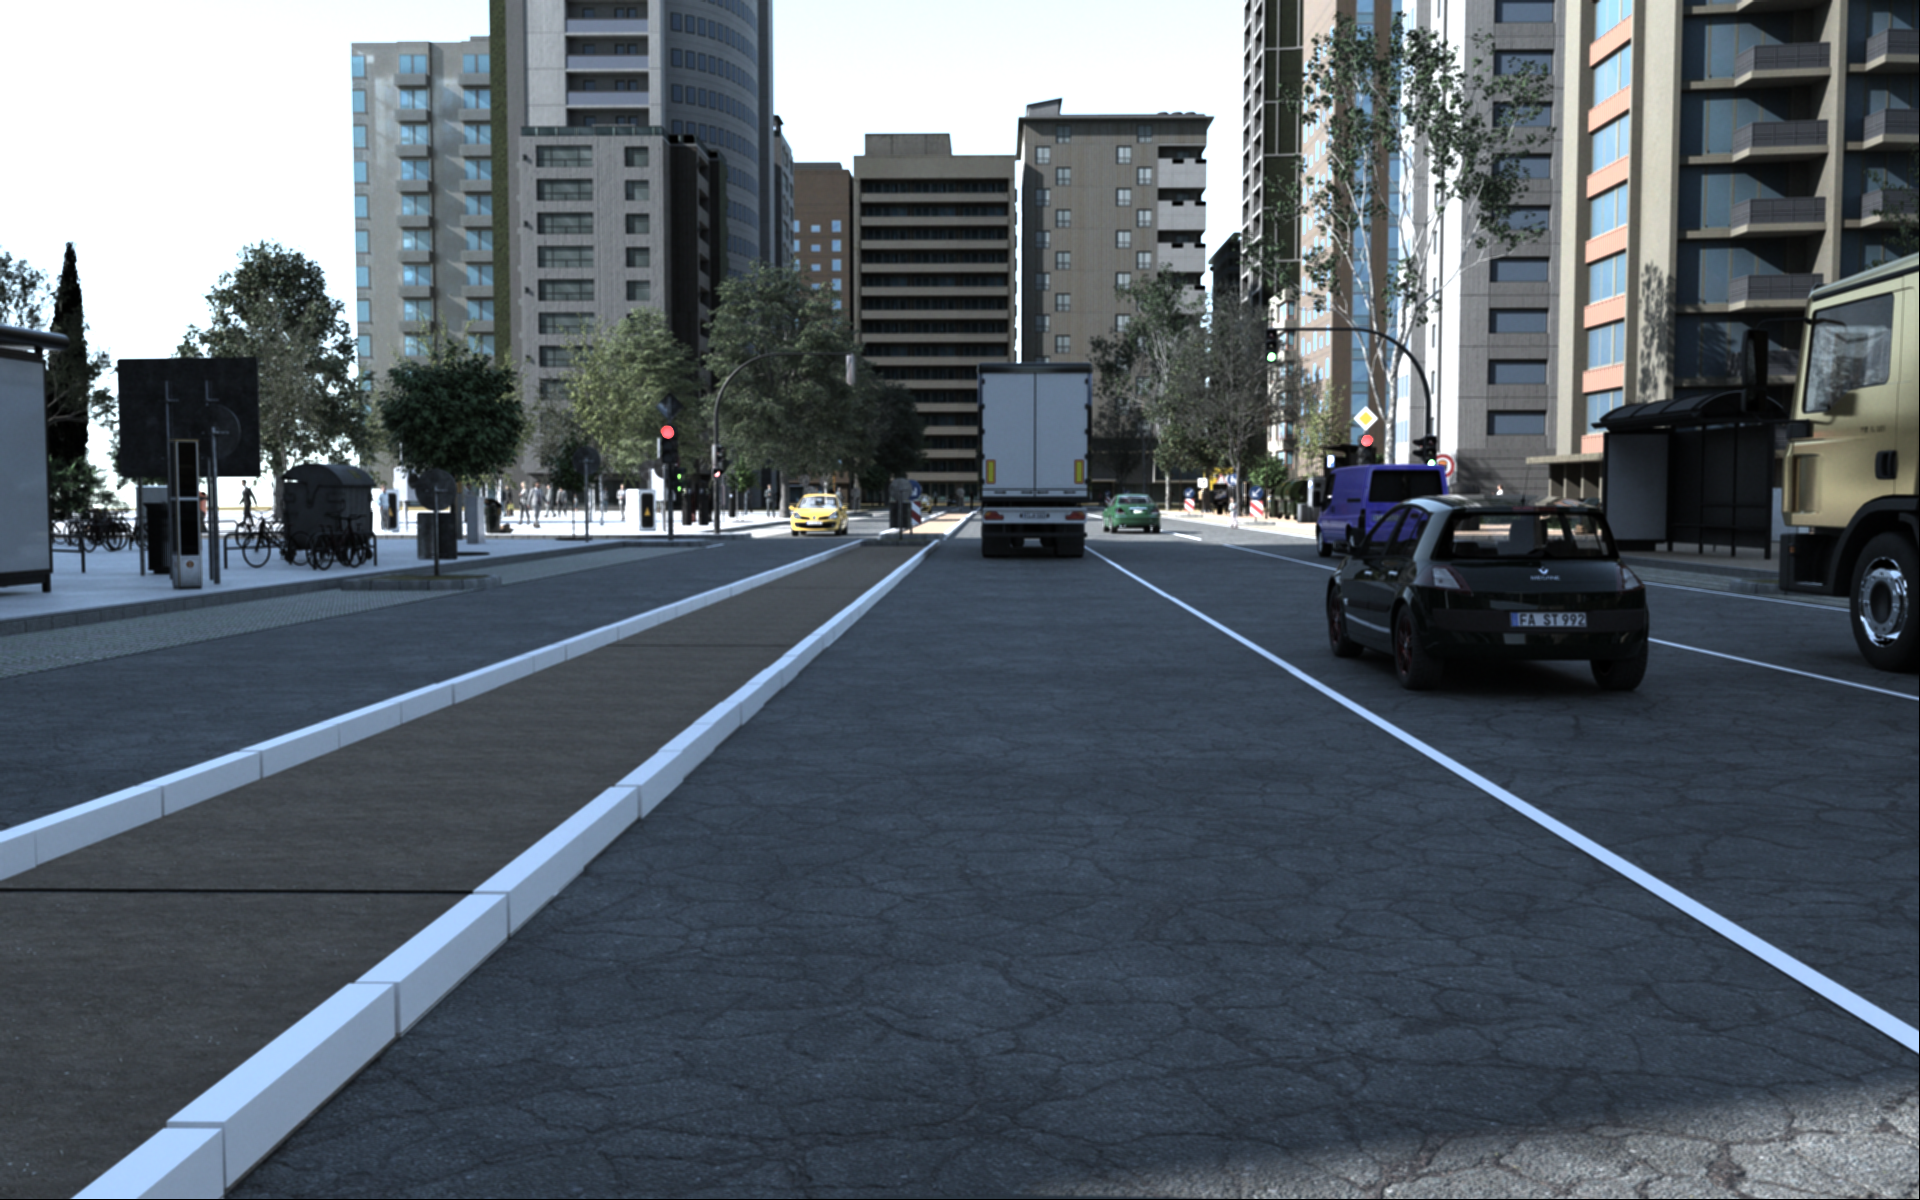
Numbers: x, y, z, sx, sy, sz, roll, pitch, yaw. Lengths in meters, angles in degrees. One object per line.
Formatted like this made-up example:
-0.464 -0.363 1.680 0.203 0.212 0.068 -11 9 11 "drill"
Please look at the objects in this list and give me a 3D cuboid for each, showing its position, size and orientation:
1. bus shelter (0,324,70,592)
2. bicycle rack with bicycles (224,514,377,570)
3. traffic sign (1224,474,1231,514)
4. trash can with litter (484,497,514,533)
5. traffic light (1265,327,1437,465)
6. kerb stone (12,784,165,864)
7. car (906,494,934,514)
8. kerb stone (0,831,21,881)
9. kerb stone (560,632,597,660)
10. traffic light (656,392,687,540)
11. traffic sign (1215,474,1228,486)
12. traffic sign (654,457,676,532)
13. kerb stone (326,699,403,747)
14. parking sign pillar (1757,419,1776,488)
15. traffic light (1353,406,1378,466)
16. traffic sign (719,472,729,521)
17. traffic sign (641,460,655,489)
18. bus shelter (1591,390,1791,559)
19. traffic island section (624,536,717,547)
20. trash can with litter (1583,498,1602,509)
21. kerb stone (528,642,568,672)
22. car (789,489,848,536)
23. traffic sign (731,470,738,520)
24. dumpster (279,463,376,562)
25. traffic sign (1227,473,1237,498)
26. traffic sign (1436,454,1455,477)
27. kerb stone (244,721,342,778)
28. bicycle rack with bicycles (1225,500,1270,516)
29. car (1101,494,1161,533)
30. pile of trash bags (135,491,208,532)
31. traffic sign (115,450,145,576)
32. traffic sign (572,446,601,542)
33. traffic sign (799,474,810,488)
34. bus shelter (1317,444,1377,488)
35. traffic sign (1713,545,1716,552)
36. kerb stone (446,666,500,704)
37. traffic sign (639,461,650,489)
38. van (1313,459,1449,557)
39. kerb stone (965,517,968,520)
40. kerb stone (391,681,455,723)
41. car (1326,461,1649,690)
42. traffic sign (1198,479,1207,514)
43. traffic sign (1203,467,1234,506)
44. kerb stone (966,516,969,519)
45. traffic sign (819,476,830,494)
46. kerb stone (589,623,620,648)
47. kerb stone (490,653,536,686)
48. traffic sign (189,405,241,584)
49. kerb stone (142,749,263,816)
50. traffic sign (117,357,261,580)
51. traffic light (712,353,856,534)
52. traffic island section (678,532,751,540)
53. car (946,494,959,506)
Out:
-12.803 -2.487 18.288 2.179 5.291 8.768 0 4 1 "bus shelter"
-11.391 -1.049 30.529 2.852 0.926 2.925 1 4 16 "bicycle rack with bicycles"
17.449 -6.841 111.964 0.768 2.556 0.104 0 4 5 "traffic sign"
-15.121 -2.762 56.539 0.624 1.170 1.055 2 4 28 "trash can with litter"
10.672 -4.444 47.335 4.771 5.953 1.251 0 4 1 "traffic light"
-3.587 0.925 7.131 0.120 0.150 1.000 0 4 1 "kerb stone"
-2.925 -7.101 126.327 2.015 1.641 3.980 0 3 0 "car"
-3.597 0.984 6.108 0.120 0.150 1.000 0 4 1 "kerb stone"
-3.412 0.421 15.314 0.120 0.150 1.000 0 4 1 "kerb stone"
-7.992 -3.604 47.843 0.839 4.253 0.868 0 4 1 "traffic light"
16.721 -6.786 110.962 0.884 2.594 0.081 0 4 8 "traffic sign"
-9.893 -3.542 58.018 0.768 2.556 0.104 0 4 8 "traffic sign"
-3.523 0.734 10.196 0.120 0.150 1.000 0 4 1 "kerb stone"
25.920 -4.163 56.531 1.447 3.967 1.447 -1 4 -19 "parking sign pillar"
12.930 -4.067 55.417 0.839 4.253 0.868 0 4 1 "traffic light"
-11.113 -4.848 81.387 0.606 2.300 0.079 1 4 11 "traffic sign"
-11.580 -3.960 64.848 0.768 2.556 0.104 0 4 5 "traffic sign"
15.189 -2.596 36.366 2.014 3.302 5.546 0 4 1 "bus shelter"
-8.031 -1.572 47.978 2.009 0.180 2.903 0 4 1 "traffic island section"
19.911 -2.661 54.894 1.055 1.170 0.624 -3 5 -43 "trash can with litter"
-3.441 0.486 14.293 0.120 0.150 1.000 0 4 1 "kerb stone"
-4.875 -3.062 60.288 2.015 1.641 3.980 0 4 1 "car"
-10.928 -5.186 84.893 0.768 2.556 0.104 1 4 10 "traffic sign"
-12.145 -1.685 33.303 1.264 1.857 1.865 0 4 1 "dumpster"
16.738 -6.481 106.078 0.768 2.556 0.104 0 4 7 "traffic sign"
15.355 -3.370 55.201 0.768 2.556 0.104 0 4 4 "traffic sign"
-3.540 0.796 9.174 0.120 0.150 1.000 0 4 1 "kerb stone"
17.200 -5.484 103.037 2.852 0.926 2.925 0 4 -6 "bicycle rack with bicycles"
6.372 -3.226 64.540 2.131 1.459 4.920 0 4 -1 "car"
-25.610 -2.882 56.870 1.912 1.369 3.447 0 3 0 "pile of trash bags"
-12.879 -1.665 27.224 0.884 2.594 0.081 1 4 10 "traffic sign"
-9.957 -2.817 46.164 0.768 2.556 0.104 0 4 2 "traffic sign"
-10.022 -6.821 111.633 0.768 2.556 0.104 0 4 2 "traffic sign"
18.673 -5.658 83.789 1.731 3.624 6.357 0 4 1 "bus shelter"
16.773 -2.350 38.418 0.884 2.594 0.081 1 4 8 "traffic sign"
-3.473 0.611 12.243 0.120 0.150 1.000 0 4 1 "kerb stone"
-11.826 -4.020 65.840 0.768 2.556 0.104 0 4 7 "traffic sign"
9.123 -2.043 37.789 2.240 2.365 5.245 0 4 1 "van"
0.192 -4.061 88.610 0.120 0.150 1.000 0 4 1 "kerb stone"
-3.505 0.671 11.218 0.120 0.150 1.000 0 4 1 "kerb stone"
4.129 -0.261 14.052 2.009 1.686 4.222 0 4 1 "car"
15.763 -6.751 112.506 0.606 2.300 0.079 1 4 10 "traffic sign"
19.293 -8.293 129.466 2.265 3.308 0.079 0 4 6 "traffic sign"
0.254 -4.245 91.679 0.120 0.150 1.000 0 4 1 "kerb stone"
-9.327 -7.293 119.350 0.768 2.556 0.104 0 4 8 "traffic sign"
-3.398 0.358 16.339 0.120 0.150 1.000 0 4 1 "kerb stone"
-3.460 0.550 13.265 0.120 0.150 1.000 0 4 1 "kerb stone"
-10.637 -1.505 24.721 0.768 2.556 0.104 0 4 6 "traffic sign"
-3.566 0.863 8.153 0.120 0.150 1.000 0 4 1 "kerb stone"
-11.531 -1.959 25.899 2.265 3.308 0.079 1 4 8 "traffic sign"
-5.734 -4.963 55.818 4.771 5.953 1.251 0 4 1 "traffic light"
-7.867 -2.060 55.962 2.009 0.180 2.903 0 4 1 "traffic island section"
-0.631 -11.997 205.942 2.009 1.686 4.222 0 4 2 "car"
